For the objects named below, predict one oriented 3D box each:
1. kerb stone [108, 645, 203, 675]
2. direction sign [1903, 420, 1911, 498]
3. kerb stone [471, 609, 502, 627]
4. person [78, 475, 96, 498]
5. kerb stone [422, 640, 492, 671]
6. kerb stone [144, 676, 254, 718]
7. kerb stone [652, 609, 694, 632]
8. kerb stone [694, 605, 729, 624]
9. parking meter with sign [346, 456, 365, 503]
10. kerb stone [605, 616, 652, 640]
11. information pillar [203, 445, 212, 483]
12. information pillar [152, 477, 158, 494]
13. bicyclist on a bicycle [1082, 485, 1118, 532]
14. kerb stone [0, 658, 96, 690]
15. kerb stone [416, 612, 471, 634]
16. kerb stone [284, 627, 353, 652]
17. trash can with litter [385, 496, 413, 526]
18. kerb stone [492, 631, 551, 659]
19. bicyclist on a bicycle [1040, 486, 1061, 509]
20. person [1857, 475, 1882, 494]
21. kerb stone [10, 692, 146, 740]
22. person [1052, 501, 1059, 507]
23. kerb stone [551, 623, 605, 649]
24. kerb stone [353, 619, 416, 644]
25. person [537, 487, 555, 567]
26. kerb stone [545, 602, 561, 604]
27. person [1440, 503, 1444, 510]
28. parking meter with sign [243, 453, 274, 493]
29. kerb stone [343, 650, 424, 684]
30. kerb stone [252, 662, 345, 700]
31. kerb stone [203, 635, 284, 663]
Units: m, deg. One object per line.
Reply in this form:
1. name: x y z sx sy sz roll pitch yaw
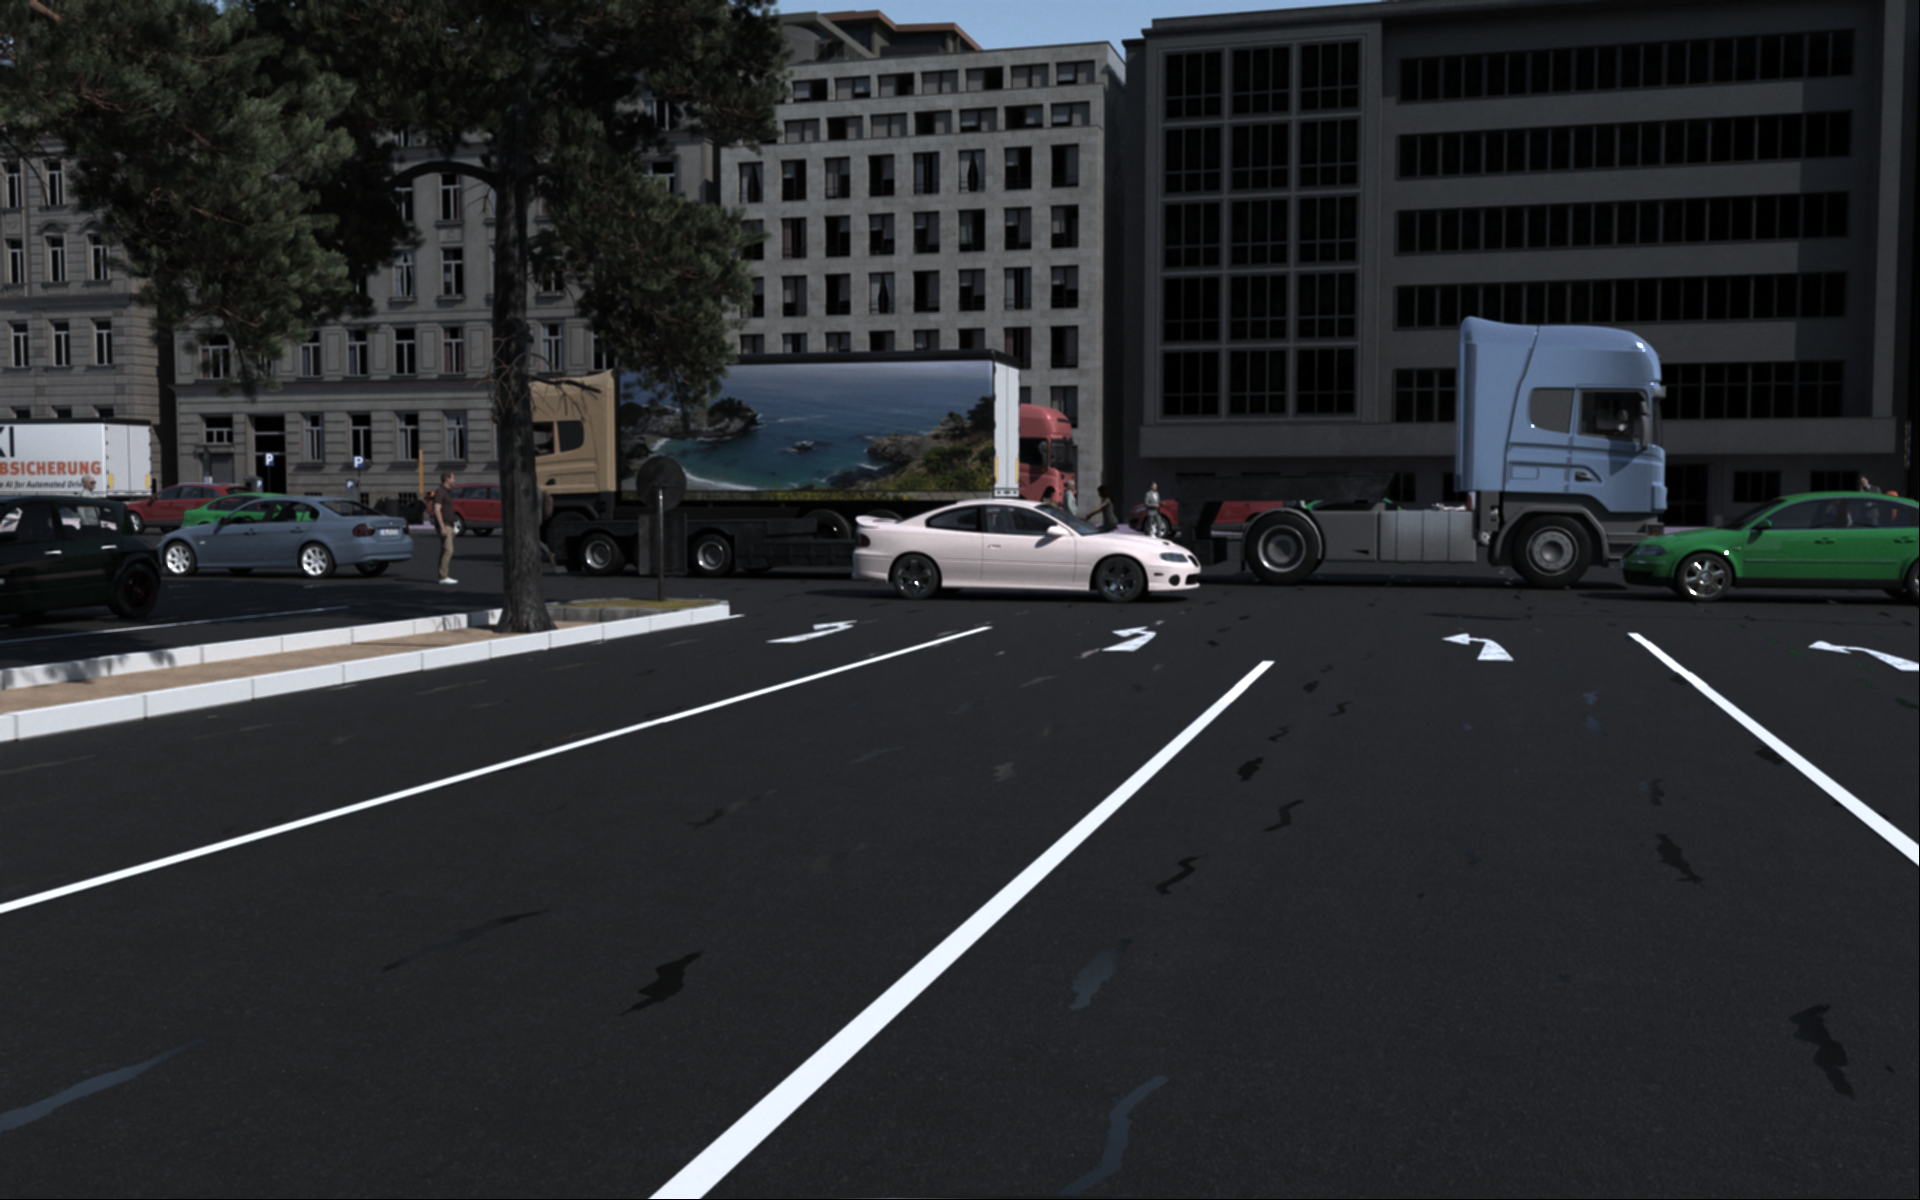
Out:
1. kerb stone: -6.578 0.496 14.083 0.120 0.150 1.000 1 4 16
2. direction sign: 29.012 -3.739 53.127 0.379 3.537 0.876 3 4 39
3. kerb stone: -5.158 0.192 19.052 0.120 0.150 1.000 1 4 16
4. person: -15.477 -1.325 30.645 0.515 1.767 0.782 -1 4 -15
5. kerb stone: -4.269 0.469 14.531 0.120 0.150 1.000 1 4 16
6. kerb stone: -5.115 0.651 11.565 0.120 0.150 1.000 1 4 16
7. kerb stone: -3.136 0.227 18.492 0.120 0.150 1.000 1 4 16
8. kerb stone: -2.851 0.166 19.480 0.120 0.150 1.000 1 4 16
9. parking meter with sign: -27.461 -5.017 78.290 0.543 3.016 1.738 0 4 2
10. kerb stone: -3.414 0.287 17.502 0.120 0.150 1.000 1 4 16
11. information pillar: -35.672 -5.552 82.136 0.504 3.616 0.183 2 4 32
12. information pillar: -35.493 -4.387 76.227 0.304 2.012 0.304 -3 4 -37
13. bicyclist on a bicycle: 2.851 -1.536 35.143 1.625 1.676 1.499 1 4 14
14. kerb stone: -6.868 0.562 13.097 0.120 0.150 1.000 1 4 16
15. kerb stone: -5.448 0.253 18.058 0.120 0.150 1.000 1 4 16
16. kerb stone: -6.012 0.375 16.075 0.120 0.150 1.000 1 4 16
17. trash can with litter: -23.046 -3.546 69.040 2.233 1.210 1.678 -1 4 -11
18. kerb stone: -3.990 0.408 15.521 0.120 0.150 1.000 1 4 16
19. bicyclist on a bicycle: 2.075 -1.773 39.007 1.625 1.676 1.499 1 4 18
20. person: 19.838 -1.806 37.842 0.447 1.846 0.655 -3 4 -38
21. kerb stone: -5.399 0.711 10.572 0.120 0.150 1.000 1 4 16
22. person: 2.352 -1.841 43.269 0.373 1.253 0.362 0 3 0
23. kerb stone: -3.702 0.347 16.515 0.120 0.150 1.000 1 4 16
24. kerb stone: -5.725 0.314 17.068 0.120 0.150 1.000 1 4 16
25. person: -8.235 -1.539 33.630 0.822 1.834 0.622 -1 4 -21
26. kerb stone: -4.881 0.132 20.043 0.120 0.150 1.000 1 4 16
27. person: 11.482 -1.725 41.713 0.382 1.210 0.505 2 4 23
28. parking meter with sign: -30.063 -4.736 73.693 1.738 3.016 0.543 1 4 19
29. kerb stone: -4.555 0.529 13.544 0.120 0.150 1.000 1 4 16
30. kerb stone: -4.835 0.592 12.554 0.120 0.150 1.000 1 4 16
31. kerb stone: -6.288 0.435 15.081 0.120 0.150 1.000 1 4 16
